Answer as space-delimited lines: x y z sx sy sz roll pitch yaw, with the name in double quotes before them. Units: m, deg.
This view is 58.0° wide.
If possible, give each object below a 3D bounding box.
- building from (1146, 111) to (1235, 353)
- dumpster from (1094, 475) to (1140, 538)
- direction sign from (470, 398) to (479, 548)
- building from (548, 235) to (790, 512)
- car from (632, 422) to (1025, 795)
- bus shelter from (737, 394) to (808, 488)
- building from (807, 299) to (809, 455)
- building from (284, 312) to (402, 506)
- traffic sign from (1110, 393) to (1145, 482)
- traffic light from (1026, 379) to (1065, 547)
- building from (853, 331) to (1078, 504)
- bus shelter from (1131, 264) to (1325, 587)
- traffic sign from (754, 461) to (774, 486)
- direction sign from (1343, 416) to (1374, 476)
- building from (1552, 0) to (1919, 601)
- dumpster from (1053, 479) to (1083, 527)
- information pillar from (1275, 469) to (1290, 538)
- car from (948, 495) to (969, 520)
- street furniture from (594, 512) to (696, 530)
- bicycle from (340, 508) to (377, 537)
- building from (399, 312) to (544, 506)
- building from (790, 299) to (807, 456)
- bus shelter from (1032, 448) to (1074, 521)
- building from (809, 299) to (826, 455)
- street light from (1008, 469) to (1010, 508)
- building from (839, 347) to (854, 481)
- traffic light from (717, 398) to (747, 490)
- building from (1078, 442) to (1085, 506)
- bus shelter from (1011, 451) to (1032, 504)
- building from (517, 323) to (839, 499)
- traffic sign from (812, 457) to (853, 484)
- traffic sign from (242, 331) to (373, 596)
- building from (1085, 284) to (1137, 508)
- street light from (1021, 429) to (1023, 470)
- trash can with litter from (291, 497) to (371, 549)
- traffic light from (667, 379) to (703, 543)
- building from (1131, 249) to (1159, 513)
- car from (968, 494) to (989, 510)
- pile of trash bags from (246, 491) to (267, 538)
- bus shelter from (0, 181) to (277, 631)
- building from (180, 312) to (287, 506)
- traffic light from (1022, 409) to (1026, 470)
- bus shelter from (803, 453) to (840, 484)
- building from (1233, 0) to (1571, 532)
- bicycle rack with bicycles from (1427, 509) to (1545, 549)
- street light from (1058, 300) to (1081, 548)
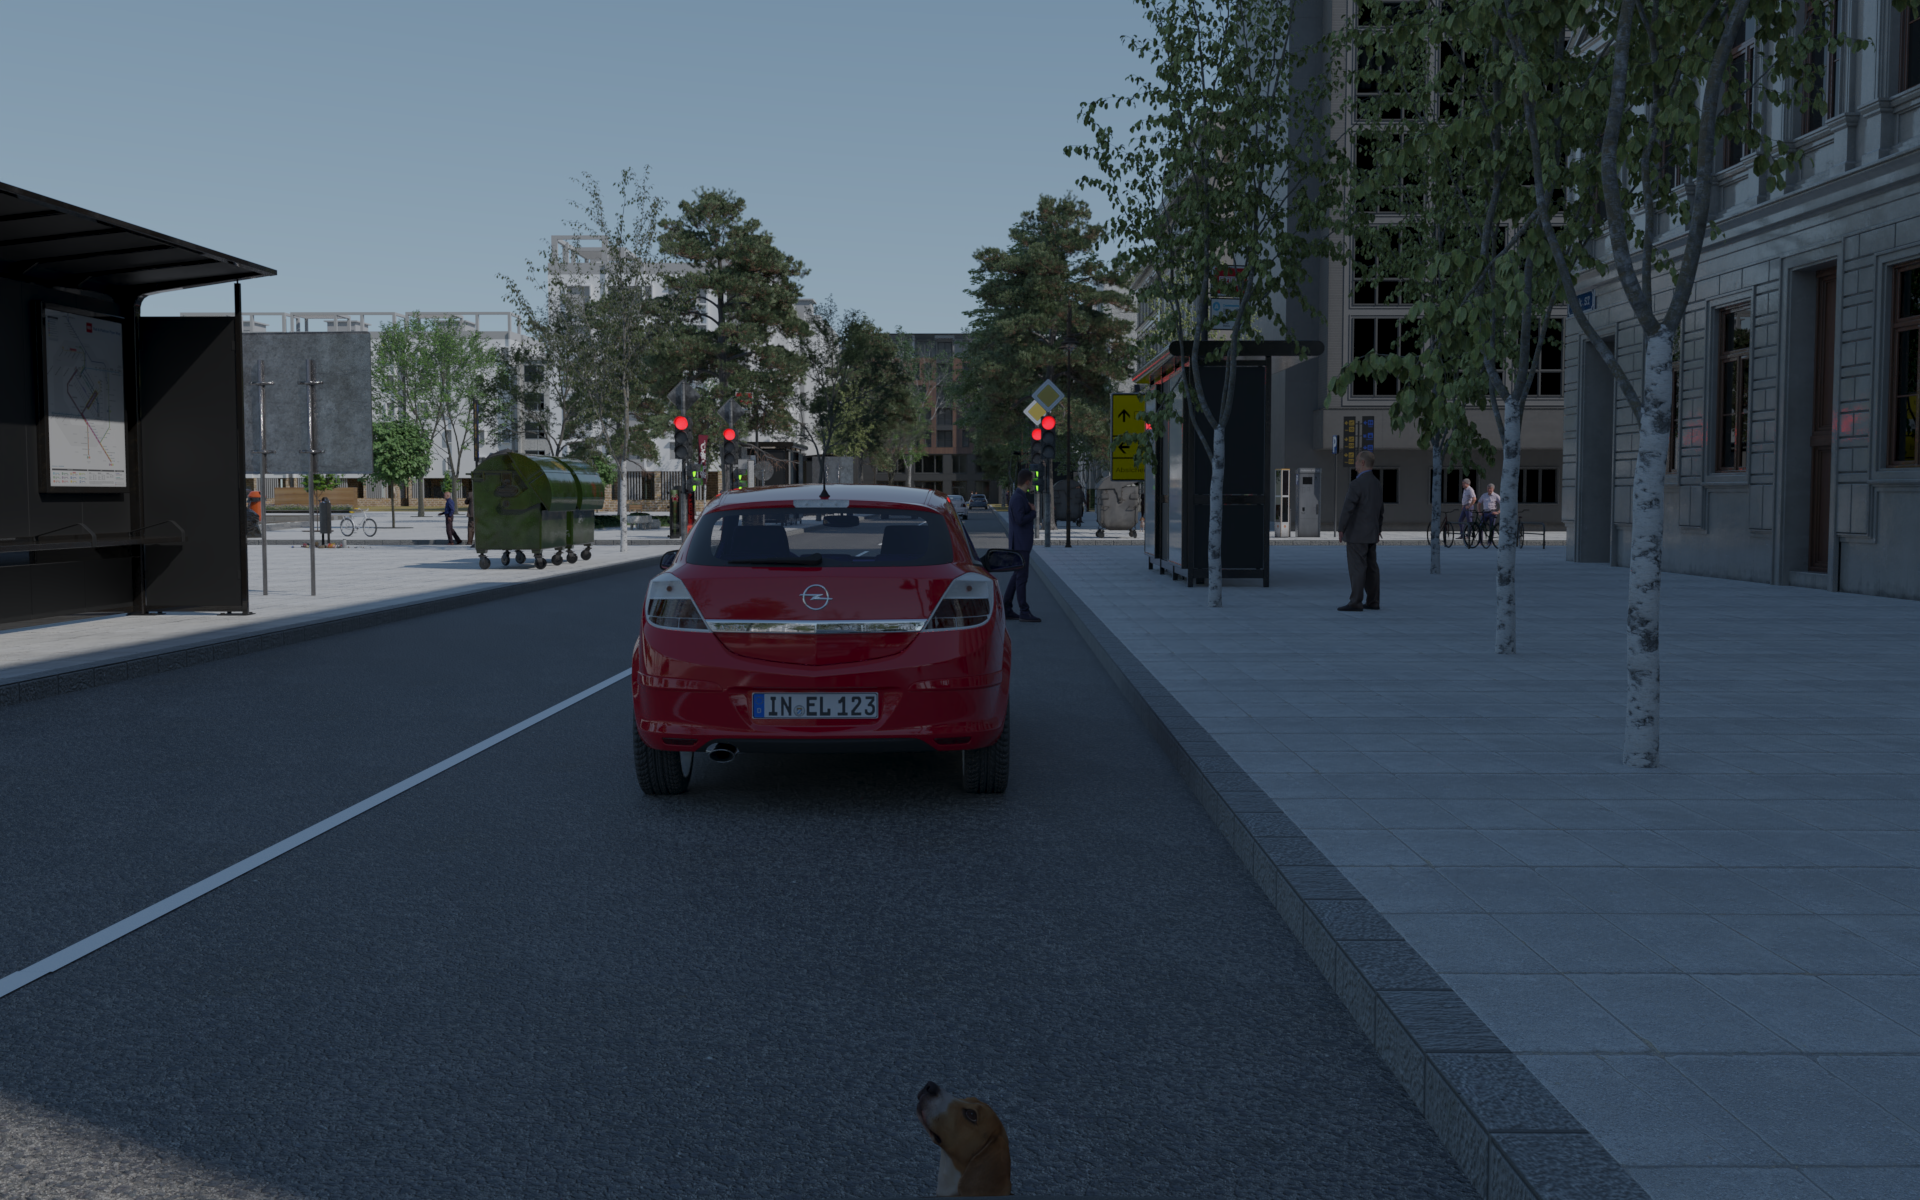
"building" 17.725 -15.376 93.205 13.314 21.916 24.055 0 4 1
"dumpster" 4.617 -2.753 50.768 1.264 1.857 1.865 0 4 1
"direction sign" -11.548 -3.021 41.395 0.379 3.537 0.876 -1 4 -9
"building" -21.763 -16.800 131.100 16.016 20.091 11.380 0 4 1
"car" -0.680 -0.044 9.754 2.155 1.783 4.494 0 4 -1
"bus shelter" -7.691 -5.680 70.497 2.179 5.291 8.768 0 4 1
"building" -22.243 -18.210 154.153 16.016 20.091 11.380 0 4 1
"building" -63.388 -20.178 186.338 11.380 20.091 16.016 0 4 1
"traffic sign" 4.155 -2.506 34.843 2.265 3.308 0.079 0 4 1
"traffic light" 2.100 -3.214 41.792 0.839 4.213 0.868 0 4 1
"building" 2.806 -23.637 230.436 32.646 21.610 27.936 0 4 1
"bus shelter" 3.983 -3.075 27.902 2.179 5.291 8.768 0 4 1
"traffic sign" -7.472 -4.024 65.892 0.768 2.556 0.104 0 4 3
"direction sign" 11.584 -3.572 50.393 0.876 3.537 0.379 1 4 21
"building" 16.473 -11.415 22.800 11.583 22.565 21.152 0 4 1
"dumpster" 4.217 -3.819 68.196 1.264 1.857 1.865 0 4 1
"information pillar" 9.440 -2.830 50.768 0.304 2.012 0.304 -2 4 -28
"car" -0.503 -5.231 97.884 2.083 1.381 4.827 0 4 -1
"street furniture" -13.232 -3.076 65.917 5.734 0.657 10.072 0 4 5
"bicycle" -18.083 -2.371 51.990 1.543 0.972 0.635 2 4 26
"building" -51.476 -20.165 186.113 11.380 20.091 16.016 0 4 1
"building" -21.459 -17.515 142.784 16.016 20.091 11.380 0 4 1
"bus shelter" 4.613 -5.695 84.401 1.731 3.624 6.357 0 4 1
"building" -20.778 -18.909 165.587 16.016 20.091 11.380 0 4 1
"street light" 3.504 -9.243 123.918 0.468 5.910 1.993 0 4 1
"building" -19.504 -22.539 224.935 11.380 20.091 16.016 0 4 1
"traffic light" -6.565 -3.708 49.864 0.839 4.213 0.868 0 4 1
"building" 17.347 -14.451 178.416 9.099 9.664 28.070 0 4 1
"bus shelter" 3.772 -6.454 96.813 1.731 3.624 6.357 0 4 1
"building" -29.317 -19.482 184.987 31.486 18.905 16.747 0 4 1
"traffic sign" -6.922 -6.138 94.236 2.265 3.308 0.079 1 4 8
"traffic sign" -8.481 -1.708 21.806 2.265 3.308 0.079 0 4 7
"building" 20.047 -17.243 148.377 16.747 18.905 31.486 0 4 1
"street light" 3.023 -6.845 84.708 0.468 5.910 1.993 0 4 1
"trash can with litter" -15.221 -1.866 41.562 1.678 1.210 2.233 -2 4 -35
"traffic light" -6.660 -3.219 41.880 0.839 4.213 0.868 0 4 1
"building" 17.188 -15.336 115.364 10.561 19.102 19.286 0 4 1
"car" 1.695 -9.082 160.492 2.014 1.417 4.499 0 4 1
"pile of trash bags" -21.326 -2.507 50.746 1.912 1.369 3.447 0 4 6
"bus shelter" -8.050 -1.464 15.217 1.731 3.624 6.357 0 4 1
"building" -74.832 -20.195 186.603 11.380 20.091 16.016 0 4 1
"traffic light" 2.195 -3.702 49.776 0.839 4.213 0.868 0 4 1
"bus shelter" -8.167 -6.768 101.945 1.731 3.624 6.357 0 4 1
"building" 22.997 -16.522 63.639 24.014 27.812 14.314 0 4 1
"bicycle rack with bicycles" 12.570 -1.690 41.022 2.852 0.926 2.925 0 4 -1
"street light" 2.600 -4.198 41.421 0.468 5.910 1.993 0 4 1
